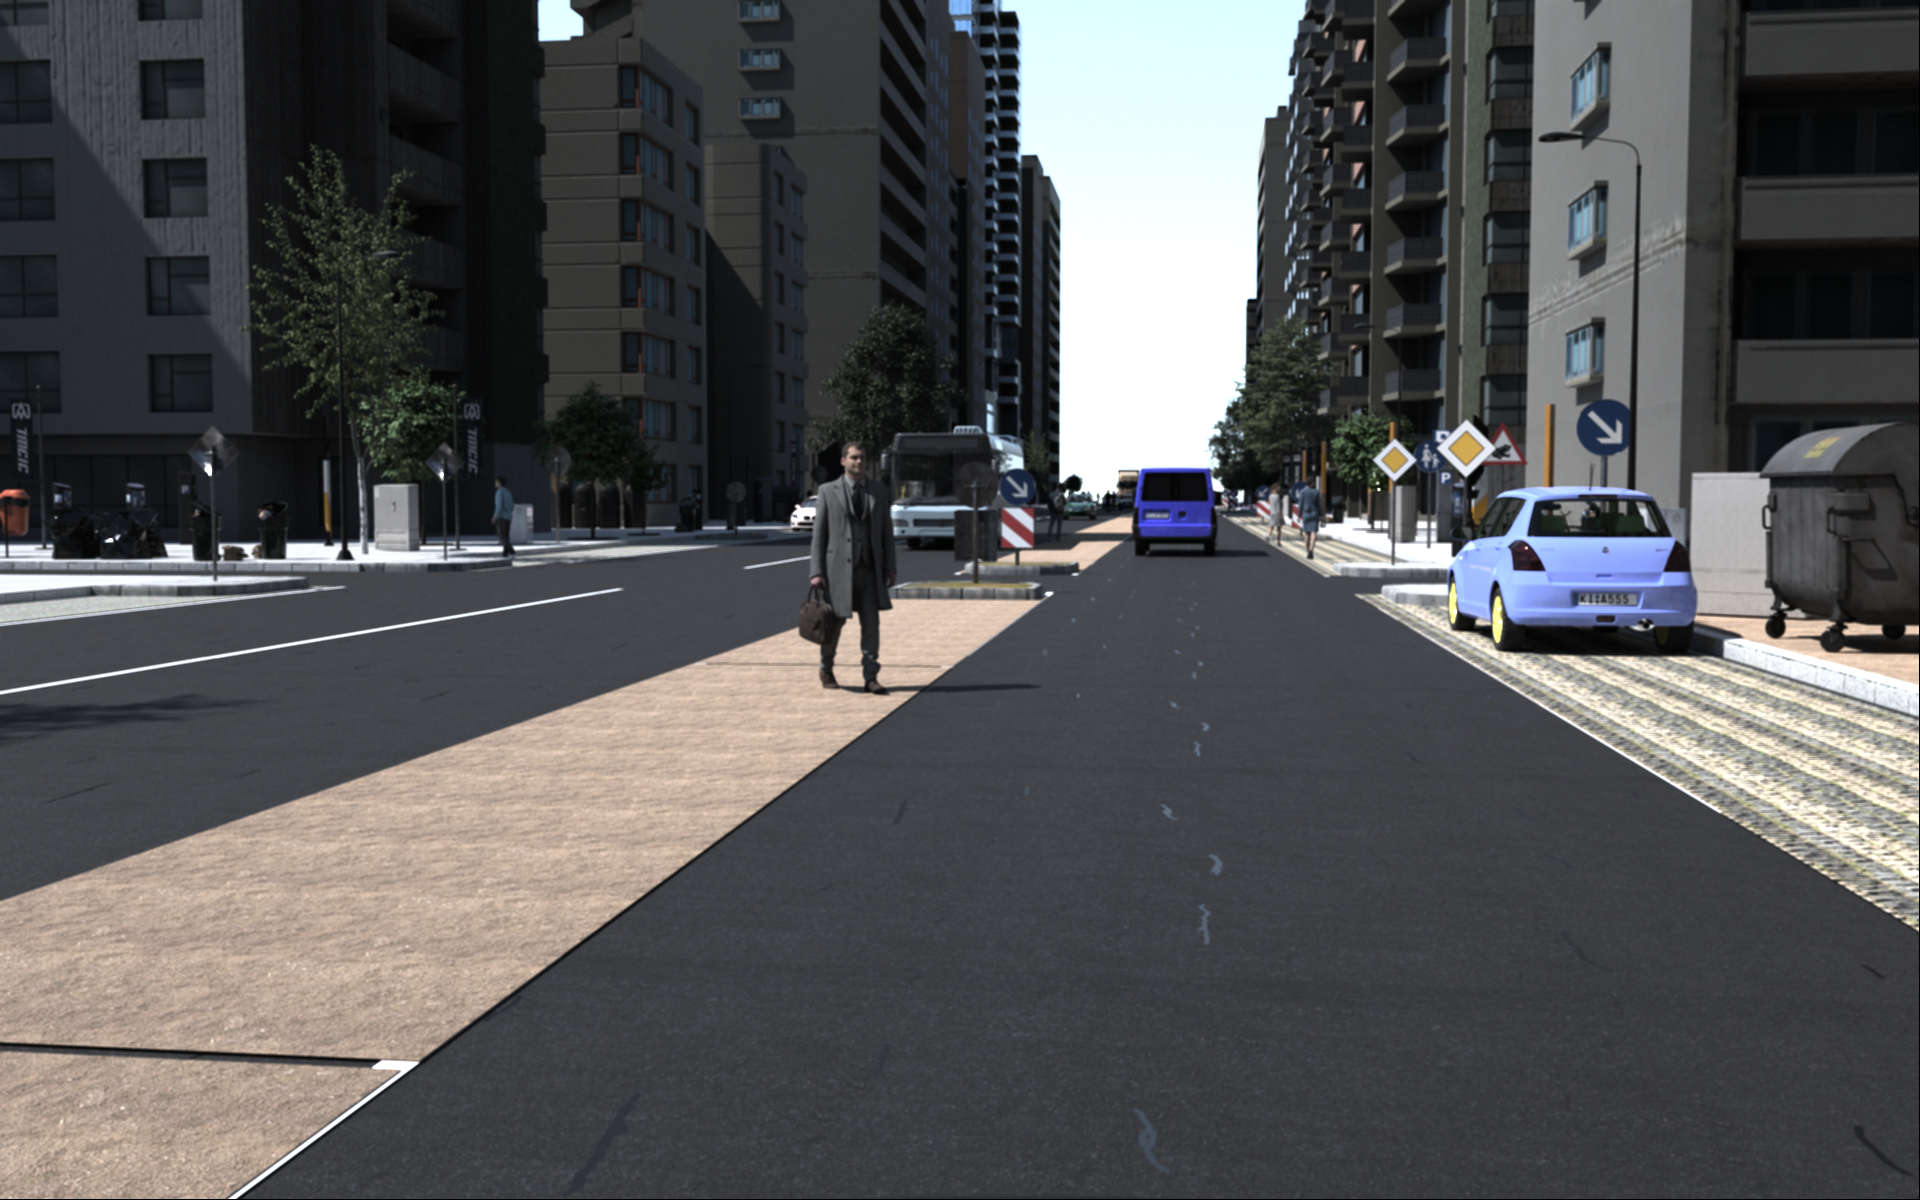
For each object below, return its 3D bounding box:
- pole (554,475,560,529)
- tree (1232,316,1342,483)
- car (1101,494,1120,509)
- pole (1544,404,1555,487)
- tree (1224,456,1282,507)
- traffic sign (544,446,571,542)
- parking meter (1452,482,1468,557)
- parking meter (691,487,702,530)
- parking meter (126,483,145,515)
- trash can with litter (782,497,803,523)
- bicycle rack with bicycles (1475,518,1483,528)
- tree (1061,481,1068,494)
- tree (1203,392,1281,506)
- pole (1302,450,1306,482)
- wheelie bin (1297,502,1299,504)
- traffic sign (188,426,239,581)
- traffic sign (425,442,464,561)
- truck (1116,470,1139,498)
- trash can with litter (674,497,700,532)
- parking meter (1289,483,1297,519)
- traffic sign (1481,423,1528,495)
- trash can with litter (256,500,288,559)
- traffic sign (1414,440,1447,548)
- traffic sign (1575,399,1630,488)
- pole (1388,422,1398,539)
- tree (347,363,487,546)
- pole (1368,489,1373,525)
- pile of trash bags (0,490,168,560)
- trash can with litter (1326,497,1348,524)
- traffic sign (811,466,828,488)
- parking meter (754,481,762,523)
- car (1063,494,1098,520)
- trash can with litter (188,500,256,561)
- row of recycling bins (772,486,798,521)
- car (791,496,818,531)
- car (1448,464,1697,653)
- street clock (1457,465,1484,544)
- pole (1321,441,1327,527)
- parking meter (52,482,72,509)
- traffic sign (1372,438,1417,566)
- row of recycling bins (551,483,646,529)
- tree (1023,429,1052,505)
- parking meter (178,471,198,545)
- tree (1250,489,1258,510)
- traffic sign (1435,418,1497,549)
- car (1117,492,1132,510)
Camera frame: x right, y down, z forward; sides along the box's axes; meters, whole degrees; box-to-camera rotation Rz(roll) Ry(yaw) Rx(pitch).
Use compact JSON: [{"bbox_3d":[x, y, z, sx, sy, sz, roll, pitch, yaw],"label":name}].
[{"bbox_3d":[-14.777,-4.259,63.480,0.158,3.312,0.155,0,3,0],"label":"pole"},{"bbox_3d":[20.922,-11.790,110.898,7.486,12.596,7.792,0,3,0],"label":"tree"},{"bbox_3d":[14.613,-9.464,166.539,2.131,1.459,4.920,0,4,6],"label":"car"},{"bbox_3d":[13.409,-2.789,39.445,0.158,3.312,0.155,0,3,0],"label":"pole"},{"bbox_3d":[23.782,-9.323,136.146,4.285,4.588,4.351,0,3,0],"label":"tree"},{"bbox_3d":[-10.673,-2.802,45.926,0.768,2.556,0.104,1,4,13],"label":"traffic sign"},{"bbox_3d":[10.212,-1.642,35.252,0.372,1.533,0.369,0,3,0],"label":"parking meter"},{"bbox_3d":[-9.337,-3.246,61.489,0.372,1.533,0.369,0,3,0],"label":"parking meter"},{"bbox_3d":[-18.252,-1.833,38.385,0.372,1.533,0.369,0,3,0],"label":"parking meter"},{"bbox_3d":[-7.416,-3.988,76.583,1.055,1.170,0.624,0,4,-6],"label":"trash can with litter"},{"bbox_3d":[12.193,-1.450,37.091,2.925,0.926,2.852,-1,4,-10],"label":"bicycle rack with bicycles"},{"bbox_3d":[14.181,-14.899,238.194,1.663,3.219,1.824,0,3,0],"label":"tree"},{"bbox_3d":[31.947,-16.939,193.958,9.611,12.733,9.660,0,3,0],"label":"tree"},{"bbox_3d":[15.999,-5.302,80.523,0.158,3.312,0.155,0,3,0],"label":"pole"},{"bbox_3d":[17.438,-4.887,87.805,0.693,1.594,0.980,1,4,23],"label":"wheelie bin"},{"bbox_3d":[-10.957,-1.332,25.429,0.795,2.450,0.064,0,4,7],"label":"traffic sign"},{"bbox_3d":[-9.921,-1.817,33.346,0.795,2.450,0.064,0,4,7],"label":"traffic sign"},{"bbox_3d":[19.560,-12.966,200.903,2.839,4.237,11.283,0,4,6],"label":"truck"},{"bbox_3d":[-9.215,-2.869,58.298,0.624,1.170,1.055,1,4,11],"label":"trash can with litter"},{"bbox_3d":[19.381,-5.809,100.694,0.399,1.863,0.255,3,5,40],"label":"parking meter"},{"bbox_3d":[9.907,-1.938,31.689,0.884,2.594,0.081,1,4,15],"label":"traffic sign"},{"bbox_3d":[-13.713,-1.396,34.218,1.055,1.170,0.624,3,5,45],"label":"trash can with litter"},{"bbox_3d":[11.062,-2.489,40.794,0.768,2.556,0.104,1,4,9],"label":"traffic sign"},{"bbox_3d":[8.688,-1.423,23.375,0.768,2.556,0.104,1,4,14],"label":"traffic sign"},{"bbox_3d":[12.300,-3.387,49.215,0.158,3.312,0.155,0,3,0],"label":"pole"},{"bbox_3d":[-13.599,-3.657,43.505,4.285,4.588,4.351,0,3,0],"label":"tree"},{"bbox_3d":[17.288,-4.831,72.836,0.158,3.312,0.155,0,3,0],"label":"pole"},{"bbox_3d":[-17.722,-1.531,34.784,3.447,1.369,1.912,1,4,9],"label":"pile of trash bags"},{"bbox_3d":[16.354,-3.915,75.404,1.055,1.170,0.624,-3,4,-38],"label":"trash can with litter"},{"bbox_3d":[-6.311,-4.737,77.563,0.768,2.556,0.104,1,4,9],"label":"traffic sign"},{"bbox_3d":[-9.029,-4.389,77.473,0.255,1.863,0.399,1,4,23],"label":"parking meter"},{"bbox_3d":[6.682,-5.224,97.209,2.131,1.459,4.920,0,4,7],"label":"car"},{"bbox_3d":[-14.215,-1.335,33.221,1.055,1.170,0.624,0,4,-3],"label":"trash can with litter"},{"bbox_3d":[-8.779,-4.786,85.362,1.069,1.692,3.534,1,4,14],"label":"row of recycling bins"},{"bbox_3d":[-5.270,-3.364,67.361,2.083,1.381,4.827,0,4,8],"label":"car"},{"bbox_3d":[5.843,-0.446,16.890,1.945,1.707,3.694,0,4,6],"label":"car"},{"bbox_3d":[9.663,-1.728,32.825,0.471,2.002,0.358,1,4,10],"label":"street clock"},{"bbox_3d":[13.987,-4.450,66.600,0.158,3.312,0.155,0,3,0],"label":"pole"},{"bbox_3d":[-19.398,-1.777,37.458,0.372,1.533,0.369,0,3,0],"label":"parking meter"},{"bbox_3d":[7.770,-1.674,31.019,0.795,2.450,0.064,0,4,7],"label":"traffic sign"},{"bbox_3d":[-13.442,-3.503,64.382,3.534,1.692,1.069,0,4,-5],"label":"row of recycling bins"},{"bbox_3d":[8.658,-14.994,195.507,4.737,8.622,4.395,0,3,0],"label":"tree"},{"bbox_3d":[-19.560,-2.335,43.894,0.399,1.863,0.255,0,4,-1],"label":"parking meter"},{"bbox_3d":[24.079,-8.932,140.632,1.663,3.219,1.824,0,3,0],"label":"tree"},{"bbox_3d":[6.734,-1.190,23.101,0.795,2.450,0.064,0,4,7],"label":"traffic sign"},{"bbox_3d":[15.225,-8.969,156.431,2.009,1.686,4.222,1,4,9],"label":"car"}]
